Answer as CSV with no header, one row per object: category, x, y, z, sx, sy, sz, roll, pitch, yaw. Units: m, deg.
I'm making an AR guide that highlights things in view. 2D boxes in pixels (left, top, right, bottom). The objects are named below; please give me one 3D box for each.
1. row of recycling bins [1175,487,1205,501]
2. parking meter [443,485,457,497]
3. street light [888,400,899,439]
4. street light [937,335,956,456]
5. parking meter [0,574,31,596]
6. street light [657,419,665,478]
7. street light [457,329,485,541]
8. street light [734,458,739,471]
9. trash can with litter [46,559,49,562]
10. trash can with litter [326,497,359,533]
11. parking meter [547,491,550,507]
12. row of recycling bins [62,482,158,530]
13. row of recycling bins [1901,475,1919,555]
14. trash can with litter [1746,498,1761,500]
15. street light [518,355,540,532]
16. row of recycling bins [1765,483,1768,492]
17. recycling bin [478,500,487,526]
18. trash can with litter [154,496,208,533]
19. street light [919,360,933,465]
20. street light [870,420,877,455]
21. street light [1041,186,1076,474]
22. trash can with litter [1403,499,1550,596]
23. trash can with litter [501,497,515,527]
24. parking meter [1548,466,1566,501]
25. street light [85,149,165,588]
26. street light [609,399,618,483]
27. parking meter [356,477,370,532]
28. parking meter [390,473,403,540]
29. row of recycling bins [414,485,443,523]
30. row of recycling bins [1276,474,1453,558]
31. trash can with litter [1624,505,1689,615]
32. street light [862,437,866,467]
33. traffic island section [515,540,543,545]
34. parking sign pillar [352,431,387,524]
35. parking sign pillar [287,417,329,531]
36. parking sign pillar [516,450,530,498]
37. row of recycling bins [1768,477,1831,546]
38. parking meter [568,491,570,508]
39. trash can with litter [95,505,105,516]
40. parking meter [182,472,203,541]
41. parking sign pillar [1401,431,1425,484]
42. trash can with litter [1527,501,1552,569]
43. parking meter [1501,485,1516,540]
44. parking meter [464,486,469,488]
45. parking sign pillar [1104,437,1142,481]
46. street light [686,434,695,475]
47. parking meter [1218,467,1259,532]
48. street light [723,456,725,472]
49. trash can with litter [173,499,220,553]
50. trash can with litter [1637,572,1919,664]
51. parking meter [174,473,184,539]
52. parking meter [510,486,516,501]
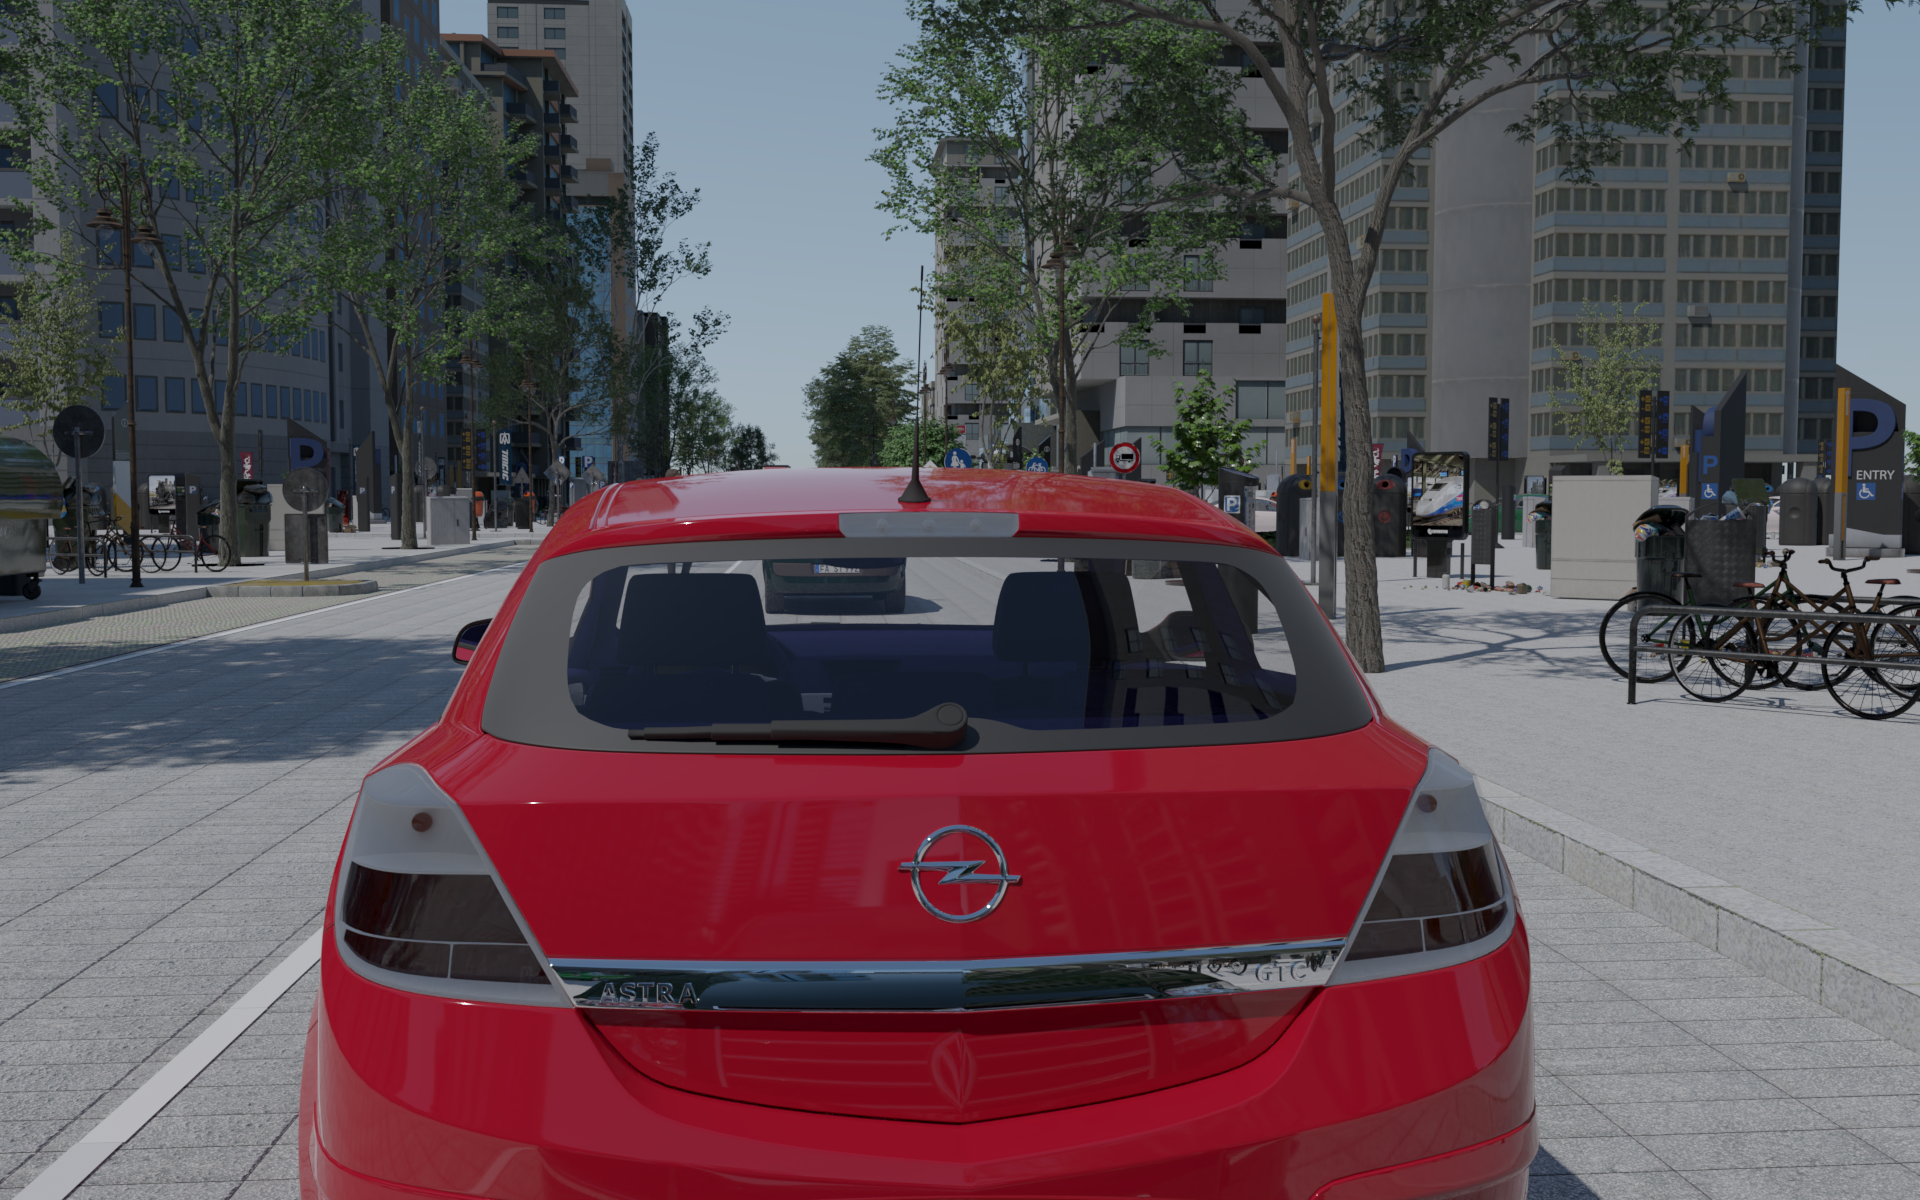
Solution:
row of recycling bins,9.262,-3.828,69.695,1.069,1.692,3.534,0,4,-2
parking meter,-14.109,-2.418,47.941,0.372,1.533,0.369,0,3,0
street light,-3.238,-6.794,83.863,0.468,5.910,1.993,0,4,-5
street light,-0.396,-4.747,50.400,0.468,5.910,1.993,0,4,-5
parking meter,-11.986,-0.988,21.862,0.399,1.863,0.255,1,4,22
street light,-18.337,-8.163,106.254,0.468,5.910,1.993,0,4,-5
street light,-13.424,-4.581,47.692,0.468,5.910,1.993,0,4,-5
street light,-27.742,-14.935,216.973,0.468,5.910,1.993,0,4,-5
trash can with litter,-17.617,-1.289,32.133,2.233,1.210,1.678,2,4,24
trash can with litter,-20.339,-2.796,57.099,1.055,1.170,0.624,1,4,11
parking meter,-30.454,-7.346,128.520,0.372,1.533,0.369,0,3,0
row of recycling bins,-30.469,-3.350,61.892,3.534,1.692,1.069,-1,4,-20
row of recycling bins,20.593,-1.902,38.215,1.069,1.692,3.534,1,4,14
trash can with litter,13.606,-1.197,30.621,2.233,1.210,1.678,-1,4,-14
street light,-14.357,-5.201,57.831,0.468,5.910,1.993,0,4,-5
row of recycling bins,29.857,-3.449,63.503,3.534,1.692,1.069,0,4,-1
recycling bin,-19.662,-3.545,70.513,0.722,1.027,0.722,0,4,-7
trash can with litter,-26.343,-2.903,58.515,1.678,1.210,2.233,-2,4,-28
street light,-1.211,-5.324,59.841,0.468,5.910,1.993,0,4,-5
street light,-5.387,-8.283,108.213,0.468,5.910,1.993,0,4,-5
street light,1.549,-3.277,26.371,0.468,5.910,1.993,0,4,-5
trash can with litter,6.992,-0.718,22.799,1.678,1.210,2.233,-1,4,-13
trash can with litter,-17.778,-3.452,67.835,0.624,1.170,1.055,1,4,8
parking meter,12.170,-1.812,35.339,0.255,1.863,0.399,2,4,33
street light,-11.340,-3.112,23.675,0.468,5.910,1.993,0,4,-5
street light,-16.327,-6.688,82.139,0.468,5.910,1.993,0,4,-5
parking meter,-20.251,-3.245,58.770,0.399,1.863,0.255,0,4,-3
parking meter,-15.706,-2.607,48.341,0.399,1.863,0.255,3,5,43
row of recycling bins,-24.208,-4.375,78.637,3.534,1.692,1.069,3,5,42
row of recycling bins,8.271,-1.738,35.528,3.534,1.692,1.069,1,4,12
trash can with litter,7.387,-0.440,18.581,0.624,1.170,1.055,0,4,3
street light,-7.281,-9.753,132.246,0.468,5.910,1.993,0,4,-5
traffic island section,-11.603,-1.692,49.940,2.009,0.180,2.903,0,4,-5
parking sign pillar,-25.450,-5.264,74.532,1.447,3.967,1.447,3,4,39
parking sign pillar,-22.699,-4.394,60.320,1.447,3.967,1.447,-2,4,-25
parking sign pillar,-26.725,-7.194,106.086,1.447,3.967,1.447,-3,4,-38
row of recycling bins,22.079,-2.246,43.831,3.534,1.692,1.069,-2,4,-31
parking meter,-21.236,-5.282,94.768,0.372,1.533,0.369,0,3,0
trash can with litter,-20.077,-1.730,39.679,0.624,1.170,1.055,0,4,-7
parking meter,-20.737,-2.520,46.917,0.399,1.863,0.255,-1,4,-14
parking sign pillar,19.231,-5.206,73.598,1.447,3.967,1.447,-1,4,-14
trash can with litter,10.098,-1.118,29.674,0.624,1.170,1.055,2,4,26
parking meter,15.404,-2.461,48.646,0.372,1.533,0.369,0,3,0
parking meter,-32.951,-6.731,115.757,0.255,1.863,0.399,2,4,34
parking sign pillar,7.932,-5.716,81.926,1.447,3.967,1.447,-2,4,-29
street light,-20.811,-9.914,134.873,0.468,5.910,1.993,0,4,-5
parking meter,2.558,-0.460,15.924,0.372,1.533,0.369,0,3,0
street light,-24.885,-12.852,182.915,0.468,5.910,1.993,0,4,-5
trash can with litter,-16.549,-1.606,37.645,1.055,1.170,0.624,-1,4,-10
trash can with litter,6.389,-0.154,13.575,2.233,1.210,1.678,1,4,16
parking meter,-22.067,-2.650,49.034,0.255,1.863,0.399,-2,4,-29
parking meter,-30.890,-6.982,119.872,0.399,1.863,0.255,2,4,33
